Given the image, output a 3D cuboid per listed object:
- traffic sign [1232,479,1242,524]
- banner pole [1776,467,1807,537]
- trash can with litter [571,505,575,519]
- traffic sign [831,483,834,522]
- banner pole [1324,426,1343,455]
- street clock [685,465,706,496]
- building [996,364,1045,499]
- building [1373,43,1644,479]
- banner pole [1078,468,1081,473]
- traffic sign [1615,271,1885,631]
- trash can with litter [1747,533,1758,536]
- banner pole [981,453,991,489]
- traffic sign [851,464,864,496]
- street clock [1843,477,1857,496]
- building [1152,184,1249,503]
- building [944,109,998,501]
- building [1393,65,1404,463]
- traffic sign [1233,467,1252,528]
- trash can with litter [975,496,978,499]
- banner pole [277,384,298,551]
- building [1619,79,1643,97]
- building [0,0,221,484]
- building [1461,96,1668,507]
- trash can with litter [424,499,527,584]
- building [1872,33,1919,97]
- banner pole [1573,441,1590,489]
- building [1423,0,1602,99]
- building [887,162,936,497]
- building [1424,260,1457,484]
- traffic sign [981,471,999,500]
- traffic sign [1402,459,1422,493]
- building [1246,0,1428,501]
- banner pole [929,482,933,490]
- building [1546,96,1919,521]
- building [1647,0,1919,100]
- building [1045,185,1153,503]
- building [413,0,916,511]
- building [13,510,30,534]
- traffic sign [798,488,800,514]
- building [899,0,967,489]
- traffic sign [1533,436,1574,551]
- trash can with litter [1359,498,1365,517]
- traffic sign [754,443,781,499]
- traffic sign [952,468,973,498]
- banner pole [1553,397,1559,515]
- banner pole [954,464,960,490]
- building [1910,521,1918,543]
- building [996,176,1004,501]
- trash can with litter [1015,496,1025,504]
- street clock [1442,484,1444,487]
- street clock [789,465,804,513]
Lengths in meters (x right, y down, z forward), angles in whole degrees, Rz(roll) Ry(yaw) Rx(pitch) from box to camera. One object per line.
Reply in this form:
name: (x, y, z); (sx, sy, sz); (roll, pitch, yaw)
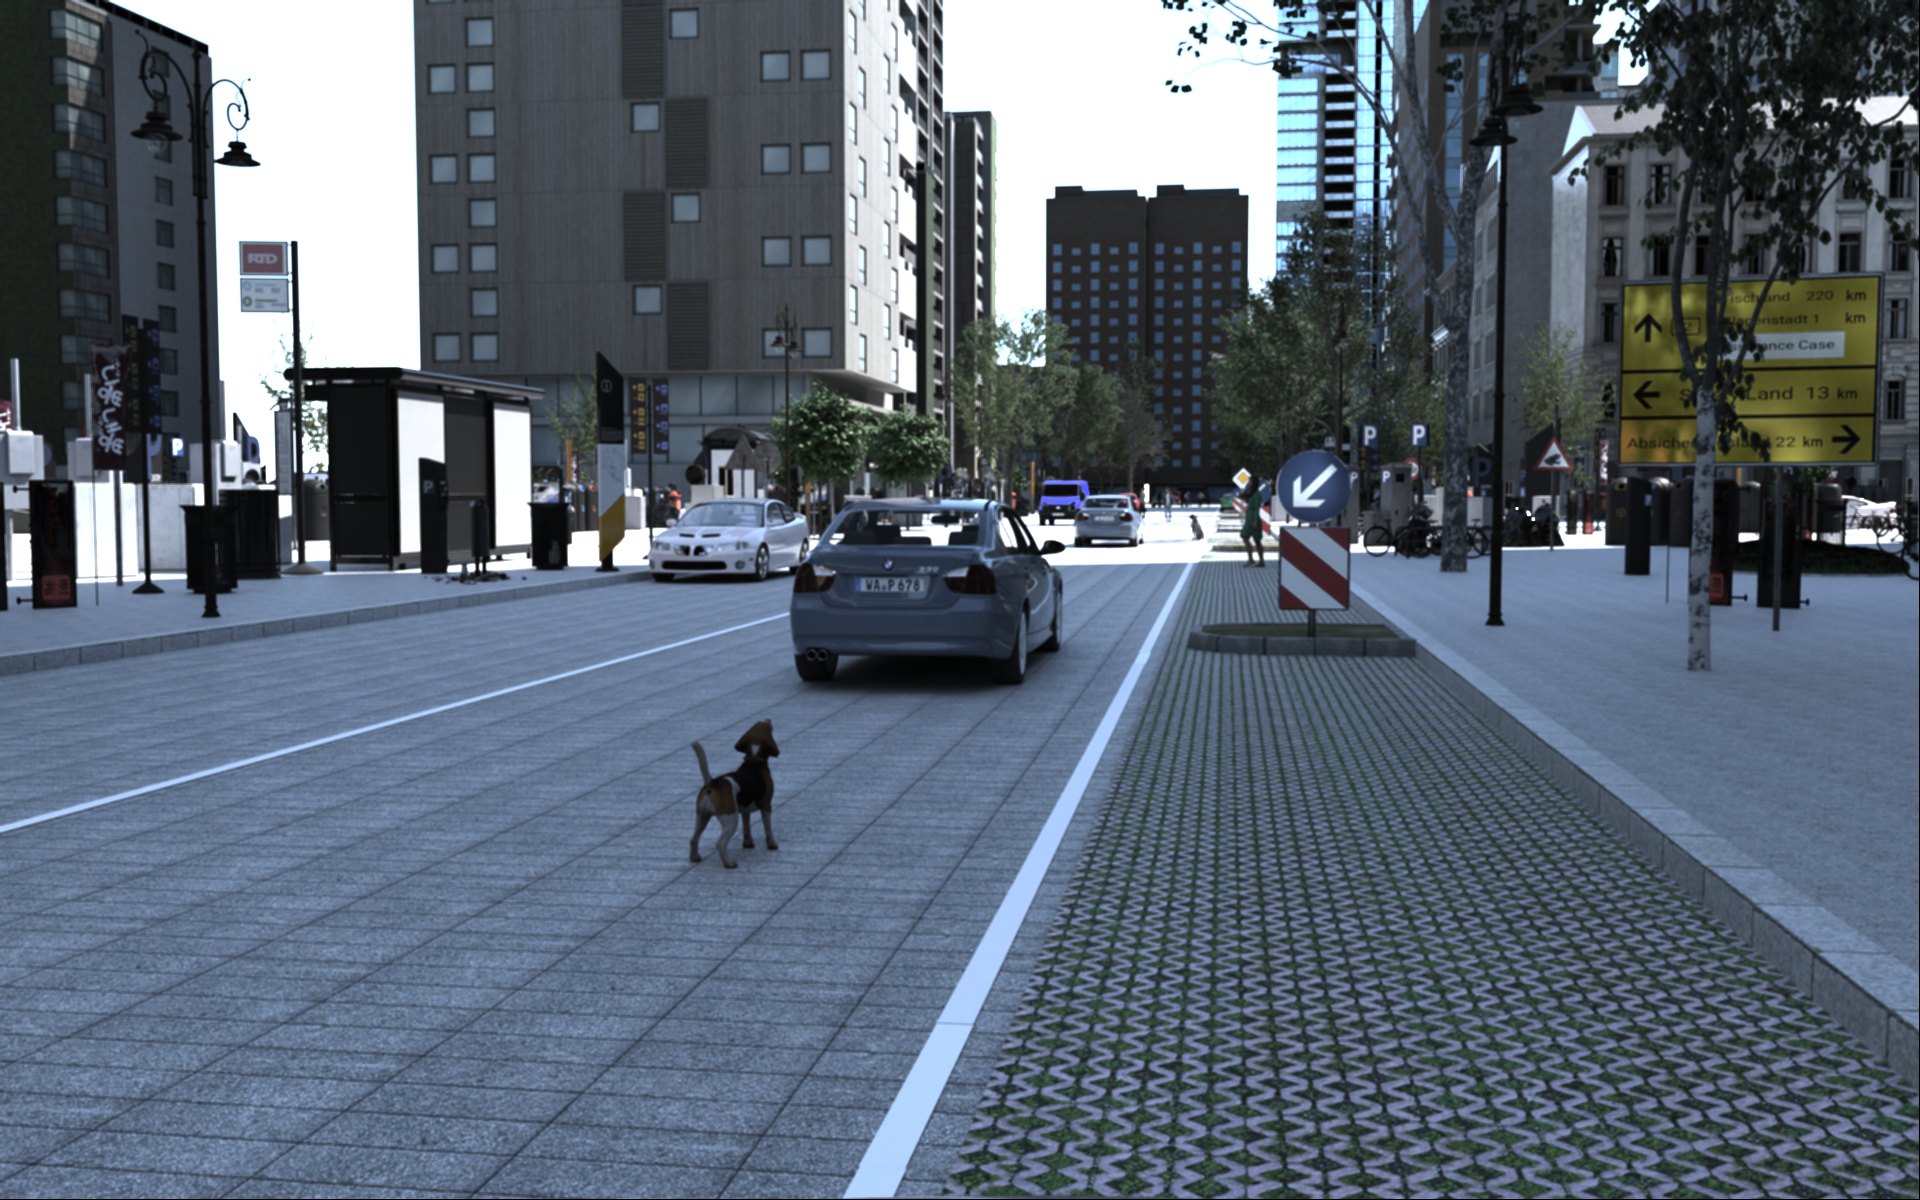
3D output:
traffic sign: (11.919, -4.266, 73.388); (0.795, 2.450, 0.064); (1, 4, 9)
banner pole: (20.519, -3.213, 42.555); (0.863, 3.779, 0.401); (2, 4, 35)
trash can with litter: (-15.731, -3.478, 68.250); (0.624, 1.170, 1.055); (-3, 4, -39)
traffic sign: (-3.864, -3.201, 52.436); (0.768, 2.556, 0.104); (1, 4, 12)
banner pole: (13.703, -4.491, 63.444); (0.863, 3.779, 0.401); (2, 4, 27)
street clock: (-6.633, -2.382, 43.518); (0.471, 2.002, 0.358); (1, 4, 19)
building: (-0.224, -25.657, 264.537); (28.899, 21.520, 27.650); (1, 4, 9)
building: (58.196, -34.821, 188.927); (23.786, 49.044, 30.456); (1, 4, 9)
banner pole: (10.082, -9.559, 146.302); (0.401, 3.779, 0.863); (-1, 4, -18)
traffic sign: (7.358, -1.369, 16.261); (2.265, 3.308, 0.079); (1, 4, 18)
trash can with litter: (24.765, -2.553, 52.795); (1.678, 1.210, 2.233); (2, 4, 34)
banner pole: (1.583, -6.845, 101.934); (0.863, 3.779, 0.401); (-1, 4, -19)
traffic sign: (-4.133, -4.119, 67.444); (0.768, 2.556, 0.104); (1, 4, 14)
street clock: (37.336, -4.167, 72.706); (0.471, 2.002, 0.358); (-1, 4, -11)
building: (34.642, -36.830, 252.274); (14.200, 45.320, 14.600); (1, 4, 9)
building: (-3.949, -30.384, 180.370); (14.154, 41.232, 14.086); (1, 4, 9)
building: (49.947, -31.657, 167.698); (14.600, 45.320, 14.200); (1, 4, 9)
traffic sign: (10.706, -3.783, 65.495); (0.795, 2.450, 0.064); (1, 4, 9)
trash can with litter: (1.067, -8.089, 143.639); (0.624, 1.170, 1.055); (-3, 5, -42)
banner pole: (-15.358, -3.032, 39.590); (0.863, 3.779, 0.401); (3, 5, 42)
building: (87.930, -43.079, 246.338); (28.212, 58.520, 21.231); (1, 4, 9)
building: (-54.420, -20.267, 103.073); (14.107, 30.474, 14.160); (1, 4, 9)
building: (40.185, -18.077, 113.585); (12.078, 24.808, 19.932); (1, 4, 9)
trash can with litter: (-7.294, -0.893, 25.651); (1.678, 1.210, 2.233); (0, 4, -4)
building: (66.465, -17.355, 88.262); (34.151, 26.468, 19.350); (1, 4, 9)
banner pole: (29.395, -5.613, 81.789); (0.863, 3.779, 0.401); (3, 4, 36)
building: (47.645, -30.801, 153.711); (14.600, 45.320, 14.200); (1, 4, 9)
building: (-10.120, -22.863, 145.507); (14.160, 30.474, 14.107); (1, 4, 9)
building: (42.928, -18.215, 133.976); (11.583, 22.565, 21.152); (1, 4, 9)
traffic sign: (1.302, -4.366, 75.033); (0.795, 2.450, 0.064); (1, 4, 9)
traffic sign: (16.246, -3.815, 62.476); (0.768, 2.556, 0.104); (1, 4, 17)
building: (57.401, -57.349, 250.331); (31.000, 86.520, 22.319); (1, 4, 9)
banner pole: (-2.118, -8.613, 130.832); (0.863, 3.779, 0.401); (2, 4, 25)
building: (39.798, -14.574, 87.438); (18.267, 20.994, 9.793); (1, 4, 9)
building: (91.399, -39.525, 188.238); (28.212, 58.520, 21.231); (1, 4, 9)
building: (20.219, -36.891, 253.281); (14.200, 45.320, 14.600); (1, 4, 9)
building: (-18.050, -32.229, 116.177); (28.713, 52.752, 27.495); (1, 4, 9)
building: (-39.229, -21.422, 42.132); (23.993, 40.220, 32.217); (1, 4, 9)
traffic sign: (-4.826, -3.169, 51.916); (0.768, 2.556, 0.104); (1, 4, 10)
building: (-10.125, -44.272, 162.091); (20.563, 71.187, 20.611); (1, 4, 9)
traffic sign: (13.293, -2.375, 38.841); (0.884, 2.594, 0.081); (1, 4, 14)
trash can with litter: (19.627, -4.452, 84.178); (1.055, 1.170, 0.624); (0, 4, 4)
traffic sign: (-4.821, -2.627, 43.055); (0.768, 2.556, 0.104); (1, 4, 18)
traffic sign: (0.089, -3.884, 67.141); (0.795, 2.450, 0.064); (1, 4, 9)
banner pole: (15.505, -3.374, 45.182); (0.401, 3.779, 0.863); (1, 4, 12)
banner pole: (-0.258, -9.401, 143.718); (0.401, 3.779, 0.863); (-3, 5, -42)
building: (33.213, -29.985, 32.261); (21.231, 58.520, 28.212); (1, 4, 9)
building: (-9.140, -33.574, 203.555); (28.867, 44.769, 22.147); (1, 4, 9)
trash can with litter: (3.294, -5.403, 99.718); (1.055, 1.170, 0.624); (-2, 4, -27)
street clock: (34.868, -7.367, 125.013); (0.471, 2.002, 0.358); (1, 4, 14)
street clock: (-4.160, -2.399, 43.796); (0.358, 2.002, 0.471); (2, 4, 32)
